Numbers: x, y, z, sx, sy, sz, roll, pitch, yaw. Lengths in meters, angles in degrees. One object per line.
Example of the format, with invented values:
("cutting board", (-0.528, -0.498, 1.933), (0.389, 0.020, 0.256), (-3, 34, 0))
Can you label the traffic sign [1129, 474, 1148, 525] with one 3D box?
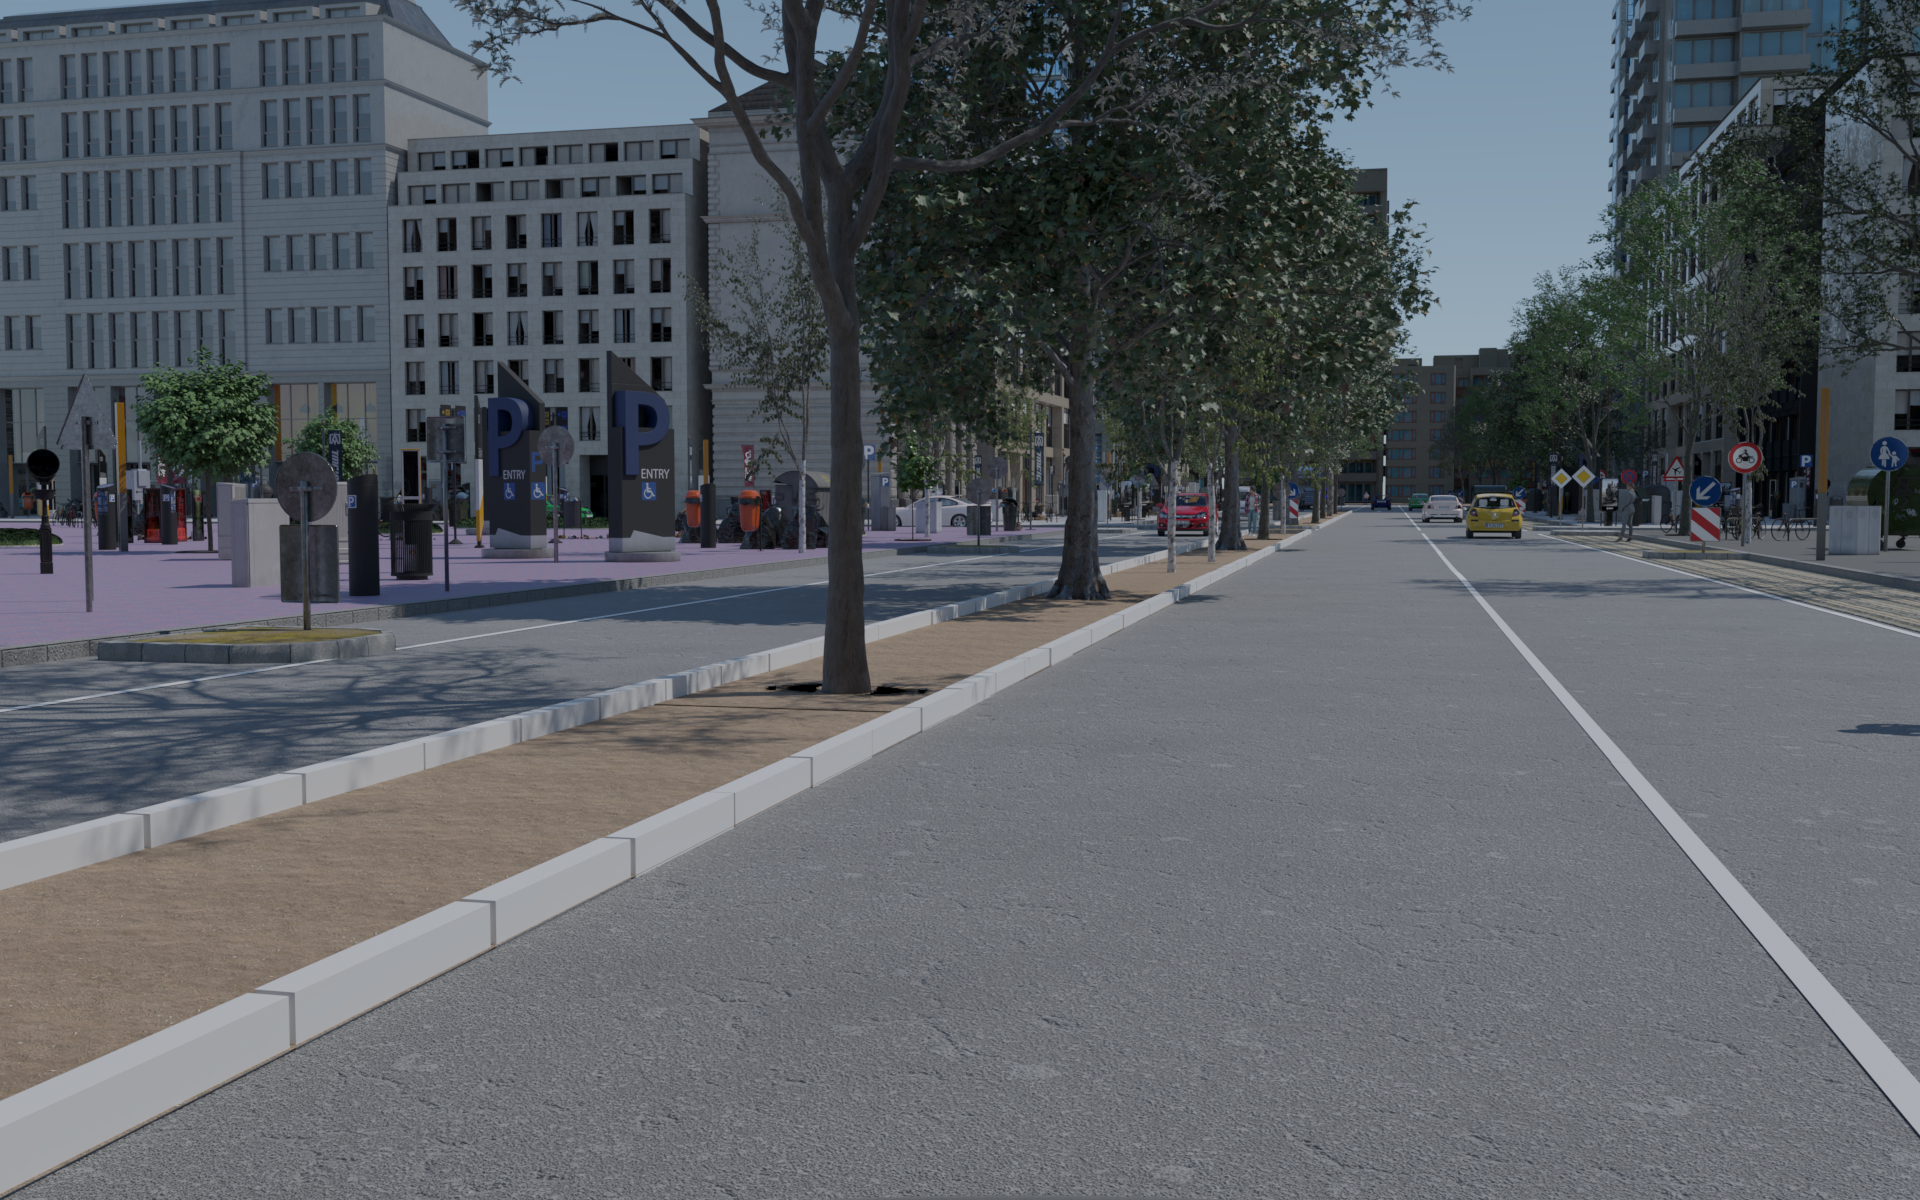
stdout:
("traffic sign", (7.386, -4.172, 71.856), (0.795, 2.450, 0.064), (1, 4, 14))

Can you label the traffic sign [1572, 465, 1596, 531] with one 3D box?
("traffic sign", (21.620, -3.453, 60.099), (0.795, 2.450, 0.064), (1, 4, 14))

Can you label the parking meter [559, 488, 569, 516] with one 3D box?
("parking meter", (-16.098, -3.792, 70.418), (0.372, 1.533, 0.369), (0, 3, 0))

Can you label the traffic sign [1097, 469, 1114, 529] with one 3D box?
("traffic sign", (5.467, -3.698, 64.104), (0.795, 2.450, 0.064), (1, 4, 14))

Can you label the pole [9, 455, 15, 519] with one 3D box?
("pole", (-49.732, -5.931, 90.807), (0.158, 3.312, 0.155), (0, 3, 0))

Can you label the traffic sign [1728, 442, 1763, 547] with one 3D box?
("traffic sign", (19.145, -2.580, 42.287), (0.768, 2.556, 0.104), (1, 4, 20))

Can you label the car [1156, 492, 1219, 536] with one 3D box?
("car", (7.919, -3.120, 60.046), (2.155, 1.783, 4.494), (1, 4, 14))

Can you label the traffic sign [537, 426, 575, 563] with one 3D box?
("traffic sign", (-7.534, -1.965, 32.240), (0.768, 2.556, 0.104), (1, 4, 15))

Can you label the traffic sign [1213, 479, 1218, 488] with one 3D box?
("traffic sign", (18.934, -7.856, 129.628), (0.795, 2.450, 0.064), (1, 4, 14))

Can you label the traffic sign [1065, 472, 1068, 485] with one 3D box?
("traffic sign", (5.103, -4.715, 79.223), (0.606, 2.300, 0.079), (1, 4, 20))

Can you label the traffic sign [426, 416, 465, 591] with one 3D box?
("traffic sign", (-6.772, -1.265, 22.809), (0.606, 2.300, 0.079), (1, 4, 21))

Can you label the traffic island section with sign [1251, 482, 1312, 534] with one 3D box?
("traffic island section with sign", (11.626, -3.349, 62.889), (2.006, 1.907, 1.989), (1, 4, 14))

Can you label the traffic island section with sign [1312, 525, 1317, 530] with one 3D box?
("traffic island section with sign", (13.416, -3.788, 70.078), (2.006, 1.907, 1.989), (1, 4, 14))

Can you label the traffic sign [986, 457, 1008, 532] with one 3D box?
("traffic sign", (1.266, -3.620, 59.298), (0.768, 2.556, 0.104), (1, 4, 15))

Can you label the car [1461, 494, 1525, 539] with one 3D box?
("car", (17.519, -2.855, 56.906), (2.015, 1.641, 3.980), (1, 4, 15))

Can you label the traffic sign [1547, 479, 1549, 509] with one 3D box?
("traffic sign", (40.232, -7.246, 118.570), (0.768, 2.556, 0.104), (1, 4, 20))

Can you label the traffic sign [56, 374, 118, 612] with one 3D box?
("traffic sign", (-9.452, -1.145, 18.727), (0.884, 2.594, 0.081), (1, 4, 22))

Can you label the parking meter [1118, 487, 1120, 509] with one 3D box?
("parking meter", (13.691, -8.703, 148.000), (0.255, 1.863, 0.399), (3, 4, 37))

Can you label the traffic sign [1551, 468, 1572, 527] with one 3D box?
("traffic sign", (23.539, -3.927, 67.851), (0.795, 2.450, 0.064), (1, 4, 14))

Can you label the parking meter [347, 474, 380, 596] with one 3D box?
("parking meter", (-7.535, -0.823, 21.875), (0.372, 1.533, 0.369), (0, 3, 0))

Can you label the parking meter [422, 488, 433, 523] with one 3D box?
("parking meter", (-20.714, -3.608, 67.397), (0.372, 1.533, 0.369), (0, 3, 0))

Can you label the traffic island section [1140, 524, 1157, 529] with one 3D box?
("traffic island section", (7.361, -3.036, 71.924), (2.009, 0.180, 2.903), (1, 4, 14))

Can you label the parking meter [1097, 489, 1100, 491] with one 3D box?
("parking meter", (6.907, -4.674, 84.828), (0.372, 1.533, 0.369), (0, 3, 0))

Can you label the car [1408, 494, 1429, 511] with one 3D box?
("car", (38.894, -8.424, 146.525), (1.959, 1.807, 4.718), (1, 4, 13))

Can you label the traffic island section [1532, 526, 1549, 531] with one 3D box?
("traffic island section", (23.564, -2.792, 67.923), (2.009, 0.180, 2.903), (1, 4, 14))

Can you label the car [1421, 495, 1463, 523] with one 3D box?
("car", (24.449, -4.615, 87.824), (2.083, 1.381, 4.827), (1, 4, 13))

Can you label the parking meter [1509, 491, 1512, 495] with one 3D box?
("parking meter", (42.010, -7.554, 131.926), (0.372, 1.533, 0.369), (0, 3, 0))

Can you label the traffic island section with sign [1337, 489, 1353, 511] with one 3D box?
("traffic island section with sign", (31.464, -8.250, 143.025), (2.006, 1.907, 1.989), (1, 4, 14))

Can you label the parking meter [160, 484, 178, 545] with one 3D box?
("parking meter", (-20.027, -2.168, 43.855), (0.372, 1.533, 0.369), (0, 3, 0))

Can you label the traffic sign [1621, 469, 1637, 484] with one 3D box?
("traffic sign", (34.390, -5.442, 89.091), (0.768, 2.556, 0.104), (1, 4, 19))

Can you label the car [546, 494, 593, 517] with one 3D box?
("car", (-18.112, -4.019, 74.503), (4.718, 1.807, 1.959), (1, 4, 13))

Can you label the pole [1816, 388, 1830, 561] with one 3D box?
("pole", (16.625, -2.417, 33.365), (0.158, 3.312, 0.155), (0, 3, 0))

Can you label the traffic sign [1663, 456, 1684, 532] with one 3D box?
("traffic sign", (24.261, -3.589, 58.685), (0.884, 2.594, 0.081), (1, 4, 23))

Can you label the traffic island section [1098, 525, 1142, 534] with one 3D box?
("traffic island section", (5.442, -2.562, 64.172), (2.009, 0.180, 2.903), (1, 4, 14))

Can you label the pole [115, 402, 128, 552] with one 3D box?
("pole", (-18.723, -2.742, 38.673), (0.158, 3.312, 0.155), (0, 3, 0))

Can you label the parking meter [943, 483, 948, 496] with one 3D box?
("parking meter", (-0.857, -5.214, 90.962), (0.399, 1.863, 0.255), (3, 5, 44))

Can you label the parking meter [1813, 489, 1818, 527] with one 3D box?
("parking meter", (33.652, -3.635, 67.851), (0.372, 1.533, 0.369), (0, 3, 0))

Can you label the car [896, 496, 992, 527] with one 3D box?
("car", (-1.080, -3.539, 70.223), (4.827, 1.381, 2.083), (1, 4, 14))

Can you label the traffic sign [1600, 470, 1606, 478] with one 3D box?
("traffic sign", (33.174, -5.492, 89.903), (0.768, 2.556, 0.104), (1, 4, 22))

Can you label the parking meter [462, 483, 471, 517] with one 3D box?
("parking meter", (-25.232, -5.060, 88.447), (0.255, 1.863, 0.399), (3, 4, 38))

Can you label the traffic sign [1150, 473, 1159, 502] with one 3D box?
("traffic sign", (11.976, -6.620, 108.244), (0.884, 2.594, 0.081), (1, 4, 17))

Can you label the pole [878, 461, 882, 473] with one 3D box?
("pole", (-3.604, -5.153, 78.102), (0.158, 3.312, 0.155), (0, 3, 0))

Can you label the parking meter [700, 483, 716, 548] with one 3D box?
("parking meter", (-5.990, -2.005, 41.188), (0.372, 1.533, 0.369), (0, 3, 0))

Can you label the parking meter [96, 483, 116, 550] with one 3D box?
("parking meter", (-19.603, -1.918, 39.777), (0.372, 1.533, 0.369), (0, 3, 0))

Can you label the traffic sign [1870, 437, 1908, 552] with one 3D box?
("traffic sign", (20.621, -2.349, 38.512), (0.768, 2.556, 0.104), (1, 4, 20))

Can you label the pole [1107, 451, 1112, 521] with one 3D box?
("pole", (7.158, -5.450, 82.945), (0.158, 3.312, 0.155), (0, 3, 0))

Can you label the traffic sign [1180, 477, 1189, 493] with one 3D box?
("traffic sign", (16.334, -7.678, 125.647), (0.768, 2.556, 0.104), (1, 4, 22))

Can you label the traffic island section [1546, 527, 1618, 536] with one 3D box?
("traffic island section", (21.645, -2.317, 60.171), (2.009, 0.180, 2.903), (1, 4, 14))

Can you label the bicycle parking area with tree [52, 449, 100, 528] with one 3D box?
("bicycle parking area with tree", (-36.092, -4.875, 66.715), (8.231, 4.147, 9.016), (-1, 4, -18))

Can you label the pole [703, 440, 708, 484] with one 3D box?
("pole", (-9.553, -4.360, 65.126), (0.158, 3.312, 0.155), (0, 3, 0))

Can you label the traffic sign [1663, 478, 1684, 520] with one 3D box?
("traffic sign", (29.635, -4.395, 71.864), (0.884, 2.594, 0.081), (2, 4, 24))

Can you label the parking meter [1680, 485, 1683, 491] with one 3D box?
("parking meter", (45.252, -6.280, 108.383), (0.255, 1.863, 0.399), (0, 4, 5))

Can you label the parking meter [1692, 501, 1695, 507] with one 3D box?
("parking meter", (36.569, -4.782, 86.592), (0.372, 1.533, 0.369), (0, 3, 0))

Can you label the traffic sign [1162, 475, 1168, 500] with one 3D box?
("traffic sign", (13.776, -7.069, 115.685), (0.768, 2.556, 0.104), (1, 4, 19))

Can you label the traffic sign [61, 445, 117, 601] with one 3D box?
("traffic sign", (-10.431, -1.267, 20.711), (0.884, 2.594, 0.081), (1, 4, 22))

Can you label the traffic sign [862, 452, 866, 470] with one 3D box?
("traffic sign", (-2.856, -2.793, 45.773), (0.768, 2.556, 0.104), (1, 4, 21))

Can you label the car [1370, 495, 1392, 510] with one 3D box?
("car", (37.460, -8.654, 154.070), (1.945, 1.354, 3.894), (1, 4, 13))
